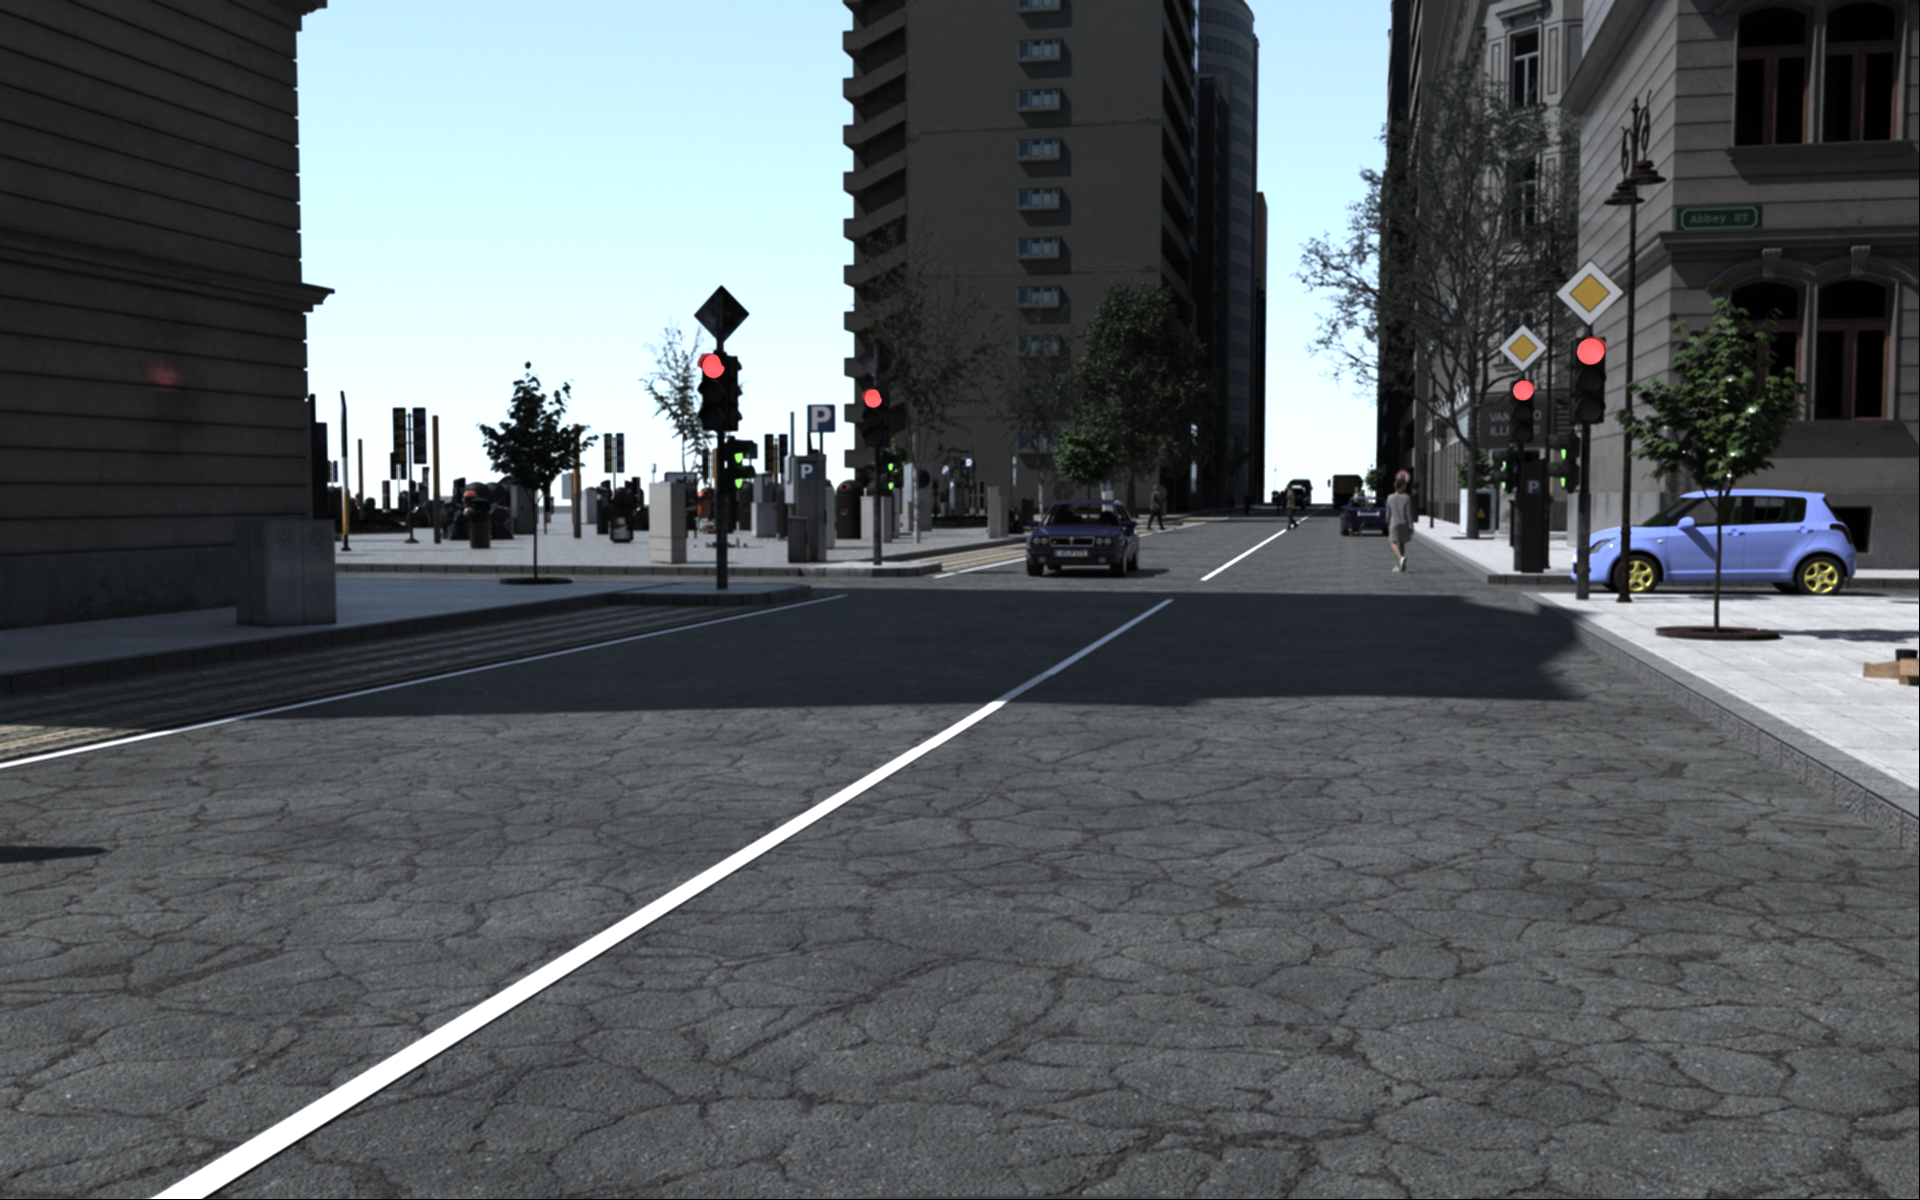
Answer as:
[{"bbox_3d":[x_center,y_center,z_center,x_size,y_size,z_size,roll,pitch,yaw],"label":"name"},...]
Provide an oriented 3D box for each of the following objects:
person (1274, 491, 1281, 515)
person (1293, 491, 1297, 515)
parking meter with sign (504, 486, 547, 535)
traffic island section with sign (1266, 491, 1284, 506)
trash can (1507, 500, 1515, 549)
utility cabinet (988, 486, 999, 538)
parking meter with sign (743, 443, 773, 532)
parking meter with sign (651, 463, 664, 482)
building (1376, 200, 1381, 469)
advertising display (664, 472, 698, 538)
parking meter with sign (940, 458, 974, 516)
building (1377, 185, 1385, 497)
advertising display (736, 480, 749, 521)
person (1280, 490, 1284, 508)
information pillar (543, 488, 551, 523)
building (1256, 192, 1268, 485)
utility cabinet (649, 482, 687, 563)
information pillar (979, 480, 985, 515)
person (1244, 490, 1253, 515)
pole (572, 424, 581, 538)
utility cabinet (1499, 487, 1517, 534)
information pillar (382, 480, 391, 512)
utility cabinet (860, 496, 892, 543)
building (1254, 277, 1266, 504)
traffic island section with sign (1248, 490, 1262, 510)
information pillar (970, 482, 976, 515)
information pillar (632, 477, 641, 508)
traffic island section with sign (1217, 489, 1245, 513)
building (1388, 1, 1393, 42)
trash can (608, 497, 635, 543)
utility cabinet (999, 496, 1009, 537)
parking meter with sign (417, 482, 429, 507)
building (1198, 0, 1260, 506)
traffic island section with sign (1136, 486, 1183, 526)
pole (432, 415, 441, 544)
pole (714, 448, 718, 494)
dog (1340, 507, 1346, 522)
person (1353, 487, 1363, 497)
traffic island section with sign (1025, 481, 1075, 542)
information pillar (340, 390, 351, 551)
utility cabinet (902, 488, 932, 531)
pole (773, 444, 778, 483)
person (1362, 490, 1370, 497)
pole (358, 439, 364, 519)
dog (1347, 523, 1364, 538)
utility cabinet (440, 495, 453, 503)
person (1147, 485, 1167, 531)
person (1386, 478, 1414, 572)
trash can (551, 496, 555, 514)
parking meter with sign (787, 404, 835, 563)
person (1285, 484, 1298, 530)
[{"bbox_3d":[21.241,-6.480,115.922,0.415,1.643,0.593,-1,4,-15],"label":"person"},{"bbox_3d":[22.590,-6.587,117.670,0.593,1.643,0.415,0,4,-6],"label":"person"},{"bbox_3d":[-13.899,-3.592,54.991,0.543,3.016,1.738,3,5,44],"label":"parking meter with sign"},{"bbox_3d":[38.049,-12.270,209.233,1.989,1.847,2.006,1,4,12],"label":"traffic island section with sign"},{"bbox_3d":[13.112,-1.751,40.283,0.748,1.137,0.748,0,3,0],"label":"trash can"},{"bbox_3d":[0.965,-2.553,50.417,0.318,1.500,1.173,0,4,-1],"label":"utility cabinet"},{"bbox_3d":[-6.674,-3.807,58.507,0.543,3.016,1.738,-3,4,-36],"label":"parking meter with sign"},{"bbox_3d":[-16.698,-6.268,98.744,1.738,3.016,0.543,-2,4,-33],"label":"parking meter with sign"},{"bbox_3d":[70.072,-37.949,244.161,21.300,48.544,21.600,1,4,12],"label":"building"},{"bbox_3d":[-8.113,-2.763,50.387,0.974,1.923,0.123,-2,4,-27],"label":"advertising display"},{"bbox_3d":[-0.161,-5.371,84.070,1.738,3.016,0.543,-3,5,-40],"label":"parking meter with sign"},{"bbox_3d":[62.249,-33.289,227.874,14.154,41.232,14.086,1,4,12],"label":"building"},{"bbox_3d":[-10.367,-4.680,81.727,0.974,1.923,0.123,-3,5,-44],"label":"advertising display"},{"bbox_3d":[32.515,-10.159,174.601,1.348,1.824,0.705,1,4,18],"label":"person"},{"bbox_3d":[-18.632,-4.504,78.133,0.304,2.012,0.304,-1,4,-17],"label":"information pillar"},{"bbox_3d":[36.994,-36.734,250.714,14.600,45.320,14.200,1,4,12],"label":"building"},{"bbox_3d":[-5.441,-1.443,32.268,0.318,1.500,1.173,-2,4,-30],"label":"utility cabinet"},{"bbox_3d":[1.189,-5.412,92.975,0.304,2.012,0.304,0,4,5],"label":"information pillar"},{"bbox_3d":[20.044,-6.803,120.460,0.721,1.736,1.217,3,4,38],"label":"person"},{"bbox_3d":[-11.129,-3.452,50.287,0.158,3.312,0.155,0,3,0],"label":"pole"},{"bbox_3d":[17.409,-2.778,54.093,0.318,1.500,1.173,-2,4,-34],"label":"utility cabinet"},{"bbox_3d":[-30.531,-5.363,92.176,0.304,2.012,0.304,2,4,35],"label":"information pillar"},{"bbox_3d":[-2.202,-2.113,45.704,0.306,1.237,1.020,-3,5,-40],"label":"utility cabinet"},{"bbox_3d":[34.407,-28.475,237.269,14.160,30.474,14.107,1,4,12],"label":"building"},{"bbox_3d":[26.051,-8.968,155.256,1.989,1.847,2.006,1,4,12],"label":"traffic island section with sign"},{"bbox_3d":[0.754,-5.999,102.576,0.304,2.012,0.304,2,4,33],"label":"information pillar"},{"bbox_3d":[-13.746,-4.222,73.520,0.304,2.012,0.304,0,4,7],"label":"information pillar"},{"bbox_3d":[20.195,-7.354,128.861,1.989,1.847,2.006,1,4,12],"label":"traffic island section with sign"},{"bbox_3d":[61.400,-40.606,205.912,21.231,58.520,28.212,1,4,12],"label":"building"},{"bbox_3d":[-8.932,-2.082,45.698,0.748,1.137,0.748,0,3,0],"label":"trash can"},{"bbox_3d":[1.189,-2.513,52.245,0.306,1.237,1.020,-1,4,-16],"label":"utility cabinet"},{"bbox_3d":[-35.060,-7.143,113.041,1.738,3.016,0.543,-2,4,-23],"label":"parking meter with sign"},{"bbox_3d":[23.352,-40.408,202.677,21.231,58.520,28.212,1,4,12],"label":"building"},{"bbox_3d":[9.172,-4.321,79.279,1.989,1.847,2.006,1,4,12],"label":"traffic island section with sign"},{"bbox_3d":[-13.562,-3.120,44.853,0.158,3.312,0.155,0,3,0],"label":"pole"},{"bbox_3d":[-10.756,-5.054,76.482,0.158,3.312,0.155,0,3,0],"label":"pole"},{"bbox_3d":[19.689,-4.421,89.113,0.800,0.831,0.513,0,4,-5],"label":"dog"},{"bbox_3d":[19.669,-4.709,85.889,0.834,1.777,0.661,-3,5,-42],"label":"person"},{"bbox_3d":[3.097,-2.649,51.946,1.989,1.847,2.006,1,4,12],"label":"traffic island section with sign"},{"bbox_3d":[-13.870,-2.917,39.044,0.183,3.616,0.504,-2,4,-26],"label":"information pillar"},{"bbox_3d":[-1.450,-3.078,59.007,0.318,1.500,1.173,3,5,41],"label":"utility cabinet"},{"bbox_3d":[-7.579,-4.730,71.175,0.158,3.312,0.155,0,3,0],"label":"pole"},{"bbox_3d":[29.828,-7.253,127.620,0.750,1.759,0.617,-1,4,-10],"label":"person"},{"bbox_3d":[-22.101,-4.284,63.889,0.158,3.312,0.155,0,3,0],"label":"pole"},{"bbox_3d":[12.911,-2.281,56.582,0.406,0.507,0.540,2,4,34],"label":"dog"},{"bbox_3d":[-22.690,-4.007,76.676,1.020,1.237,0.306,2,4,29],"label":"utility cabinet"},{"bbox_3d":[7.699,-3.584,67.497,0.834,1.777,0.661,1,4,15],"label":"person"},{"bbox_3d":[8.070,-1.372,31.686,0.466,1.731,0.760,0,4,-7],"label":"person"},{"bbox_3d":[-26.054,-6.001,109.777,0.748,1.137,0.748,0,3,0],"label":"trash can"},{"bbox_3d":[-2.848,-2.241,32.904,0.543,3.016,1.738,1,4,11],"label":"parking meter with sign"},{"bbox_3d":[13.276,-3.737,69.518,0.836,1.842,0.656,-3,5,-39],"label":"person"}]
